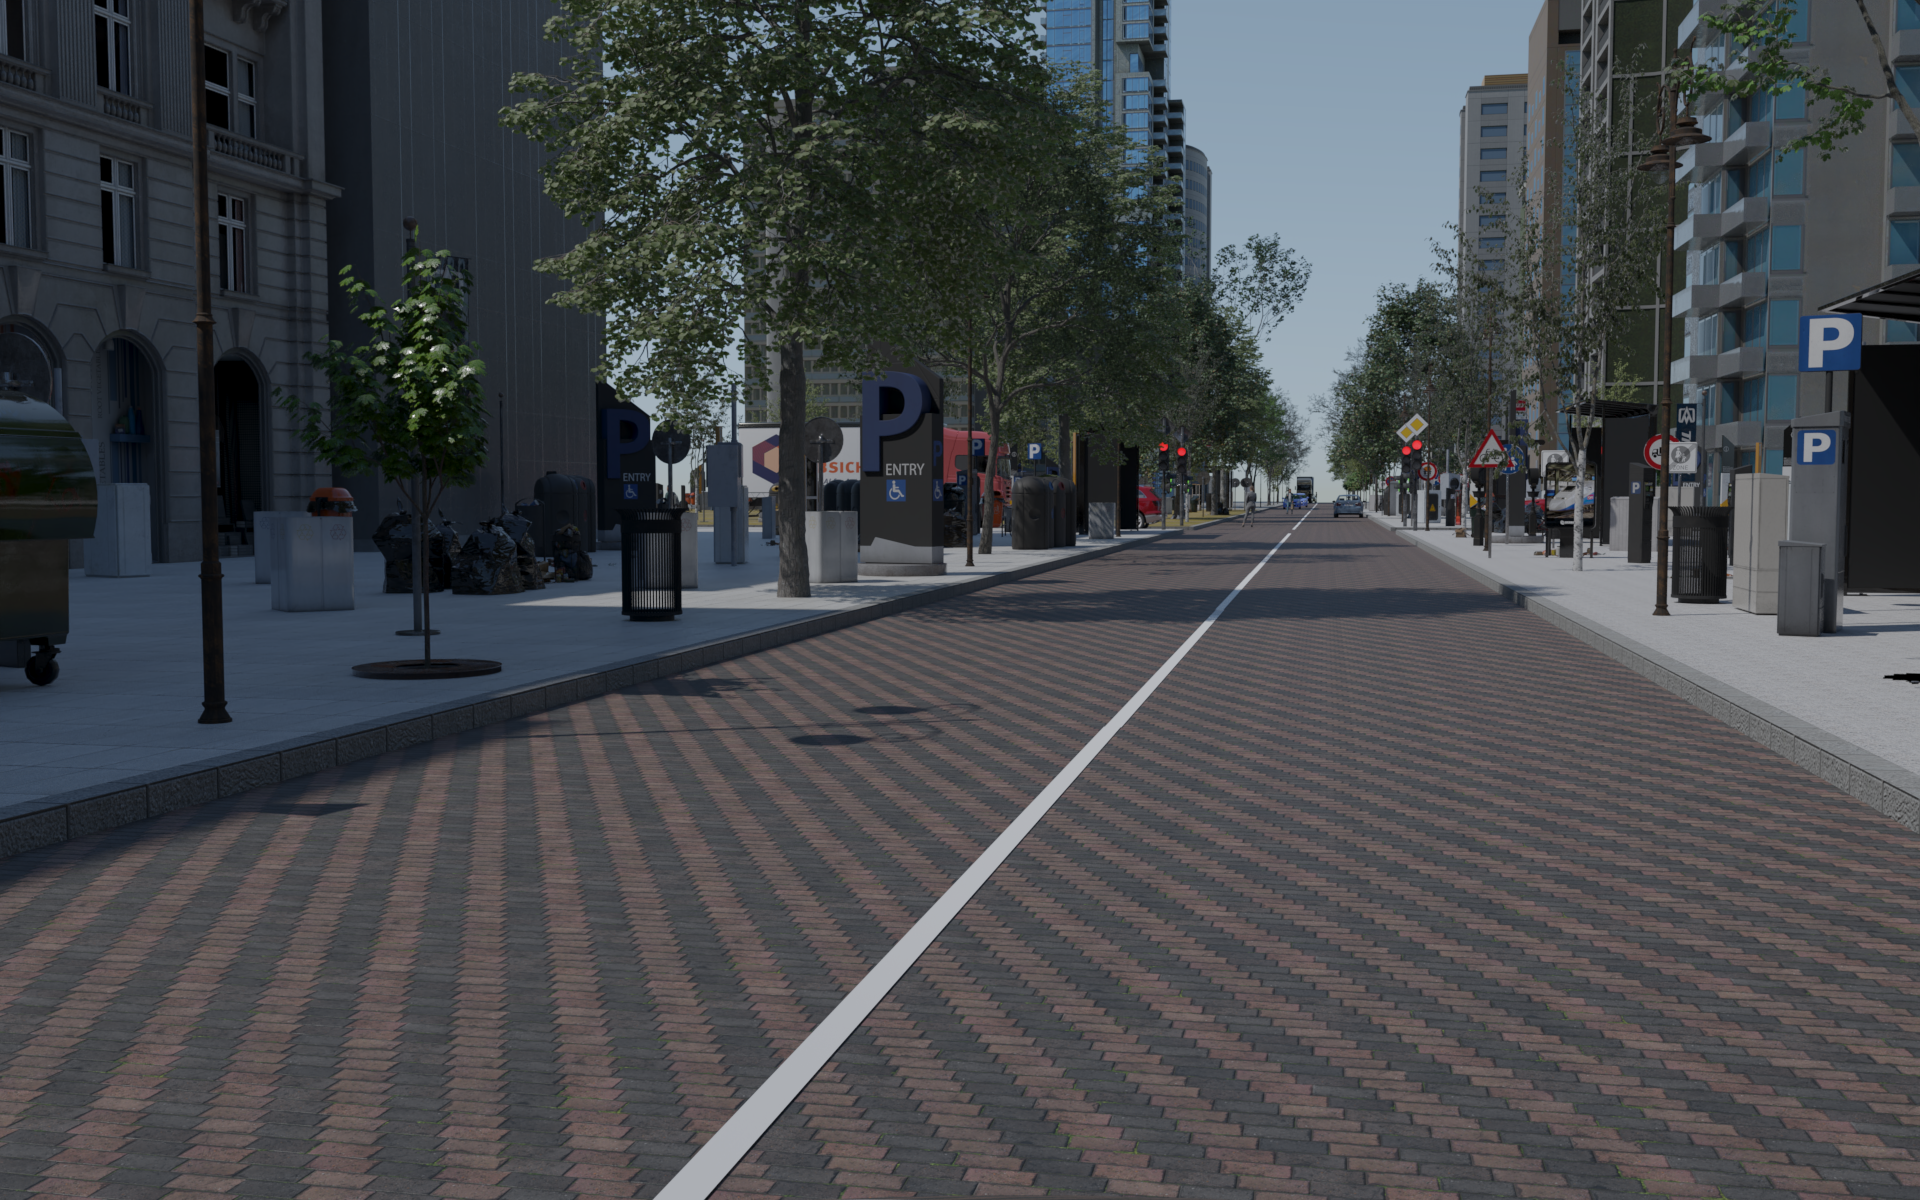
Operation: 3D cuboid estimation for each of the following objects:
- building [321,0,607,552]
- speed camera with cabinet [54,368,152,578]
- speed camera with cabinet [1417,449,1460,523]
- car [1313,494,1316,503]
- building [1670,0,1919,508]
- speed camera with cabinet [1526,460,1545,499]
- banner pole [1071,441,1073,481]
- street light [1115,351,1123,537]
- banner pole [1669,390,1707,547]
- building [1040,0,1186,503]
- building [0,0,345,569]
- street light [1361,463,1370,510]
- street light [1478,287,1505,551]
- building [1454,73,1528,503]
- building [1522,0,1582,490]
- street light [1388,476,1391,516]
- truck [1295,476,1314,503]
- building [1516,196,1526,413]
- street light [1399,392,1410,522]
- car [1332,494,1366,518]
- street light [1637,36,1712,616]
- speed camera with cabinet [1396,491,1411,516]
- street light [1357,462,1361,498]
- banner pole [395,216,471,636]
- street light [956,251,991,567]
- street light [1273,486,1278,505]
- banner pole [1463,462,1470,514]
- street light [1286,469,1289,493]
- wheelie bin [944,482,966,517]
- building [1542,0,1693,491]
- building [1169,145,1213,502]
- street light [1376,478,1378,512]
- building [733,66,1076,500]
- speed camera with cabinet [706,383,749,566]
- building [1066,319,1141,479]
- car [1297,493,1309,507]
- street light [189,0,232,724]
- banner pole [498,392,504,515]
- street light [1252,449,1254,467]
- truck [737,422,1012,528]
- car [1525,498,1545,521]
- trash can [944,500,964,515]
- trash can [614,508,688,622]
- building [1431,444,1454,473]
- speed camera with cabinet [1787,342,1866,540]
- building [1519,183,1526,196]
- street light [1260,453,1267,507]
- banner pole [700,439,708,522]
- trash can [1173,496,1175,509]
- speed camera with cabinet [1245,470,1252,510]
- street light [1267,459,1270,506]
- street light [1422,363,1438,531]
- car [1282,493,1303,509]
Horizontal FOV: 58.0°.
[{"bbox_3d":[-25.936,-13.965,47.401,30.058,24.678,14.314,1,4,12],"label":"building"},{"bbox_3d":[-13.498,-2.002,27.071,2.038,3.252,0.660,2,4,34],"label":"speed camera with cabinet"},{"bbox_3d":[21.089,-5.016,76.347,2.038,3.252,0.660,-2,4,-27],"label":"speed camera with cabinet"},{"bbox_3d":[58.469,-17.024,288.570,2.015,1.641,3.980,1,4,14],"label":"car"},{"bbox_3d":[52.259,-28.576,86.830,30.456,49.044,23.786,1,4,12],"label":"building"},{"bbox_3d":[33.998,-6.552,101.459,2.038,3.252,0.660,-3,4,-38],"label":"speed camera with cabinet"},{"bbox_3d":[5.463,-5.602,81.608,0.863,3.779,0.401,3,4,36],"label":"banner pole"},{"bbox_3d":[4.740,-4.823,51.640,0.468,5.910,1.993,1,4,12],"label":"street light"},{"bbox_3d":[17.755,-3.178,41.980,0.863,3.779,0.401,1,4,10],"label":"banner pole"},{"bbox_3d":[23.239,-57.778,257.345,22.319,86.520,31.000,1,4,12],"label":"building"},{"bbox_3d":[-21.631,-11.305,26.634,13.314,21.916,24.055,1,4,12],"label":"building"},{"bbox_3d":[35.878,-11.015,152.881,0.468,5.910,1.993,1,4,12],"label":"street light"},{"bbox_3d":[11.867,-4.040,38.839,0.468,5.910,1.993,1,4,12],"label":"street light"},{"bbox_3d":[82.301,-43.232,248.838,21.231,58.520,28.212,1,4,12],"label":"building"},{"bbox_3d":[57.619,-30.713,152.261,14.600,45.320,14.200,1,4,12],"label":"building"},{"bbox_3d":[24.703,-7.756,99.591,0.468,5.910,1.993,1,4,12],"label":"street light"},{"bbox_3d":[55.373,-17.684,278.044,2.839,4.237,11.283,1,4,13],"label":"truck"},{"bbox_3d":[60.793,-24.159,166.705,14.160,30.474,14.107,1,4,12],"label":"building"},{"bbox_3d":[20.180,-6.481,78.754,0.468,5.910,1.993,1,4,12],"label":"street light"},{"bbox_3d":[23.621,-5.702,105.232,2.014,1.417,4.499,1,4,13],"label":"car"},{"bbox_3d":[7.411,-2.773,18.122,0.468,5.910,1.993,1,4,12],"label":"street light"},{"bbox_3d":[26.118,-6.430,99.466,2.038,3.252,0.660,1,4,14],"label":"speed camera with cabinet"},{"bbox_3d":[40.334,-12.318,174.183,0.468,5.910,1.993,1,4,12],"label":"street light"},{"bbox_3d":[-4.818,-1.584,15.910,0.401,3.779,0.863,3,4,37],"label":"banner pole"},{"bbox_3d":[0.176,-3.532,30.530,0.468,5.910,1.993,1,4,12],"label":"street light"},{"bbox_3d":[37.682,-14.382,207.925,0.468,5.910,1.993,1,4,12],"label":"street light"},{"bbox_3d":[32.919,-7.519,112.956,0.401,3.779,0.863,-3,4,-39],"label":"banner pole"},{"bbox_3d":[50.648,-18.105,268.800,0.468,5.910,1.993,1,4,12],"label":"street light"},{"bbox_3d":[-0.234,-2.380,46.820,0.693,1.594,0.980,2,4,30],"label":"wheelie bin"},{"bbox_3d":[54.736,-42.015,125.196,20.563,71.187,20.611,1,4,12],"label":"building"},{"bbox_3d":[30.027,-45.565,286.980,21.231,58.520,28.212,1,4,12],"label":"building"},{"bbox_3d":[29.006,-9.031,120.445,0.468,5.910,1.993,1,4,12],"label":"street light"},{"bbox_3d":[-3.164,-28.698,161.094,32.217,40.220,23.993,1,4,12],"label":"building"},{"bbox_3d":[-4.234,-2.278,31.575,0.660,3.252,2.038,0,4,-2],"label":"speed camera with cabinet"},{"bbox_3d":[4.242,-20.920,187.084,27.650,21.520,28.899,1,4,12],"label":"building"},{"bbox_3d":[36.762,-10.874,187.375,1.945,1.707,3.694,1,4,11],"label":"car"},{"bbox_3d":[-4.189,-2.249,9.561,0.468,5.910,1.993,1,4,12],"label":"street light"},{"bbox_3d":[-11.243,-3.212,42.537,0.401,3.779,0.863,-1,4,-15],"label":"banner pole"},{"bbox_3d":[24.462,-10.538,145.090,0.468,5.910,1.993,1,4,12],"label":"street light"},{"bbox_3d":[-2.964,-4.838,68.009,11.283,4.237,2.839,1,4,11],"label":"truck"},{"bbox_3d":[22.606,-3.331,63.128,5.304,1.827,2.281,1,4,10],"label":"car"},{"bbox_3d":[-0.241,-2.015,44.592,0.748,1.137,0.748,0,3,0],"label":"trash can"},{"bbox_3d":[-3.133,-0.363,17.588,0.748,1.137,0.748,0,3,0],"label":"trash can"},{"bbox_3d":[90.434,-26.492,278.185,27.650,21.520,28.899,1,4,12],"label":"building"},{"bbox_3d":[11.372,-1.766,23.207,0.660,3.252,2.038,-1,4,-12],"label":"speed camera with cabinet"},{"bbox_3d":[73.166,-30.083,183.743,32.217,40.220,23.993,1,4,12],"label":"building"},{"bbox_3d":[28.873,-11.828,166.179,0.468,5.910,1.993,1,4,12],"label":"street light"},{"bbox_3d":[-11.597,-5.464,79.356,0.401,3.779,0.863,2,4,32],"label":"banner pole"},{"bbox_3d":[15.528,-6.832,123.357,0.748,1.137,0.748,0,3,0],"label":"trash can"},{"bbox_3d":[23.095,-8.842,138.905,0.660,3.252,2.038,1,4,9],"label":"speed camera with cabinet"},{"bbox_3d":[33.306,-13.113,187.192,0.468,5.910,1.993,1,4,12],"label":"street light"},{"bbox_3d":[16.196,-5.323,59.823,0.468,5.910,1.993,1,4,12],"label":"street light"},{"bbox_3d":[31.454,-9.444,163.994,1.945,1.707,3.694,1,4,11],"label":"car"}]
